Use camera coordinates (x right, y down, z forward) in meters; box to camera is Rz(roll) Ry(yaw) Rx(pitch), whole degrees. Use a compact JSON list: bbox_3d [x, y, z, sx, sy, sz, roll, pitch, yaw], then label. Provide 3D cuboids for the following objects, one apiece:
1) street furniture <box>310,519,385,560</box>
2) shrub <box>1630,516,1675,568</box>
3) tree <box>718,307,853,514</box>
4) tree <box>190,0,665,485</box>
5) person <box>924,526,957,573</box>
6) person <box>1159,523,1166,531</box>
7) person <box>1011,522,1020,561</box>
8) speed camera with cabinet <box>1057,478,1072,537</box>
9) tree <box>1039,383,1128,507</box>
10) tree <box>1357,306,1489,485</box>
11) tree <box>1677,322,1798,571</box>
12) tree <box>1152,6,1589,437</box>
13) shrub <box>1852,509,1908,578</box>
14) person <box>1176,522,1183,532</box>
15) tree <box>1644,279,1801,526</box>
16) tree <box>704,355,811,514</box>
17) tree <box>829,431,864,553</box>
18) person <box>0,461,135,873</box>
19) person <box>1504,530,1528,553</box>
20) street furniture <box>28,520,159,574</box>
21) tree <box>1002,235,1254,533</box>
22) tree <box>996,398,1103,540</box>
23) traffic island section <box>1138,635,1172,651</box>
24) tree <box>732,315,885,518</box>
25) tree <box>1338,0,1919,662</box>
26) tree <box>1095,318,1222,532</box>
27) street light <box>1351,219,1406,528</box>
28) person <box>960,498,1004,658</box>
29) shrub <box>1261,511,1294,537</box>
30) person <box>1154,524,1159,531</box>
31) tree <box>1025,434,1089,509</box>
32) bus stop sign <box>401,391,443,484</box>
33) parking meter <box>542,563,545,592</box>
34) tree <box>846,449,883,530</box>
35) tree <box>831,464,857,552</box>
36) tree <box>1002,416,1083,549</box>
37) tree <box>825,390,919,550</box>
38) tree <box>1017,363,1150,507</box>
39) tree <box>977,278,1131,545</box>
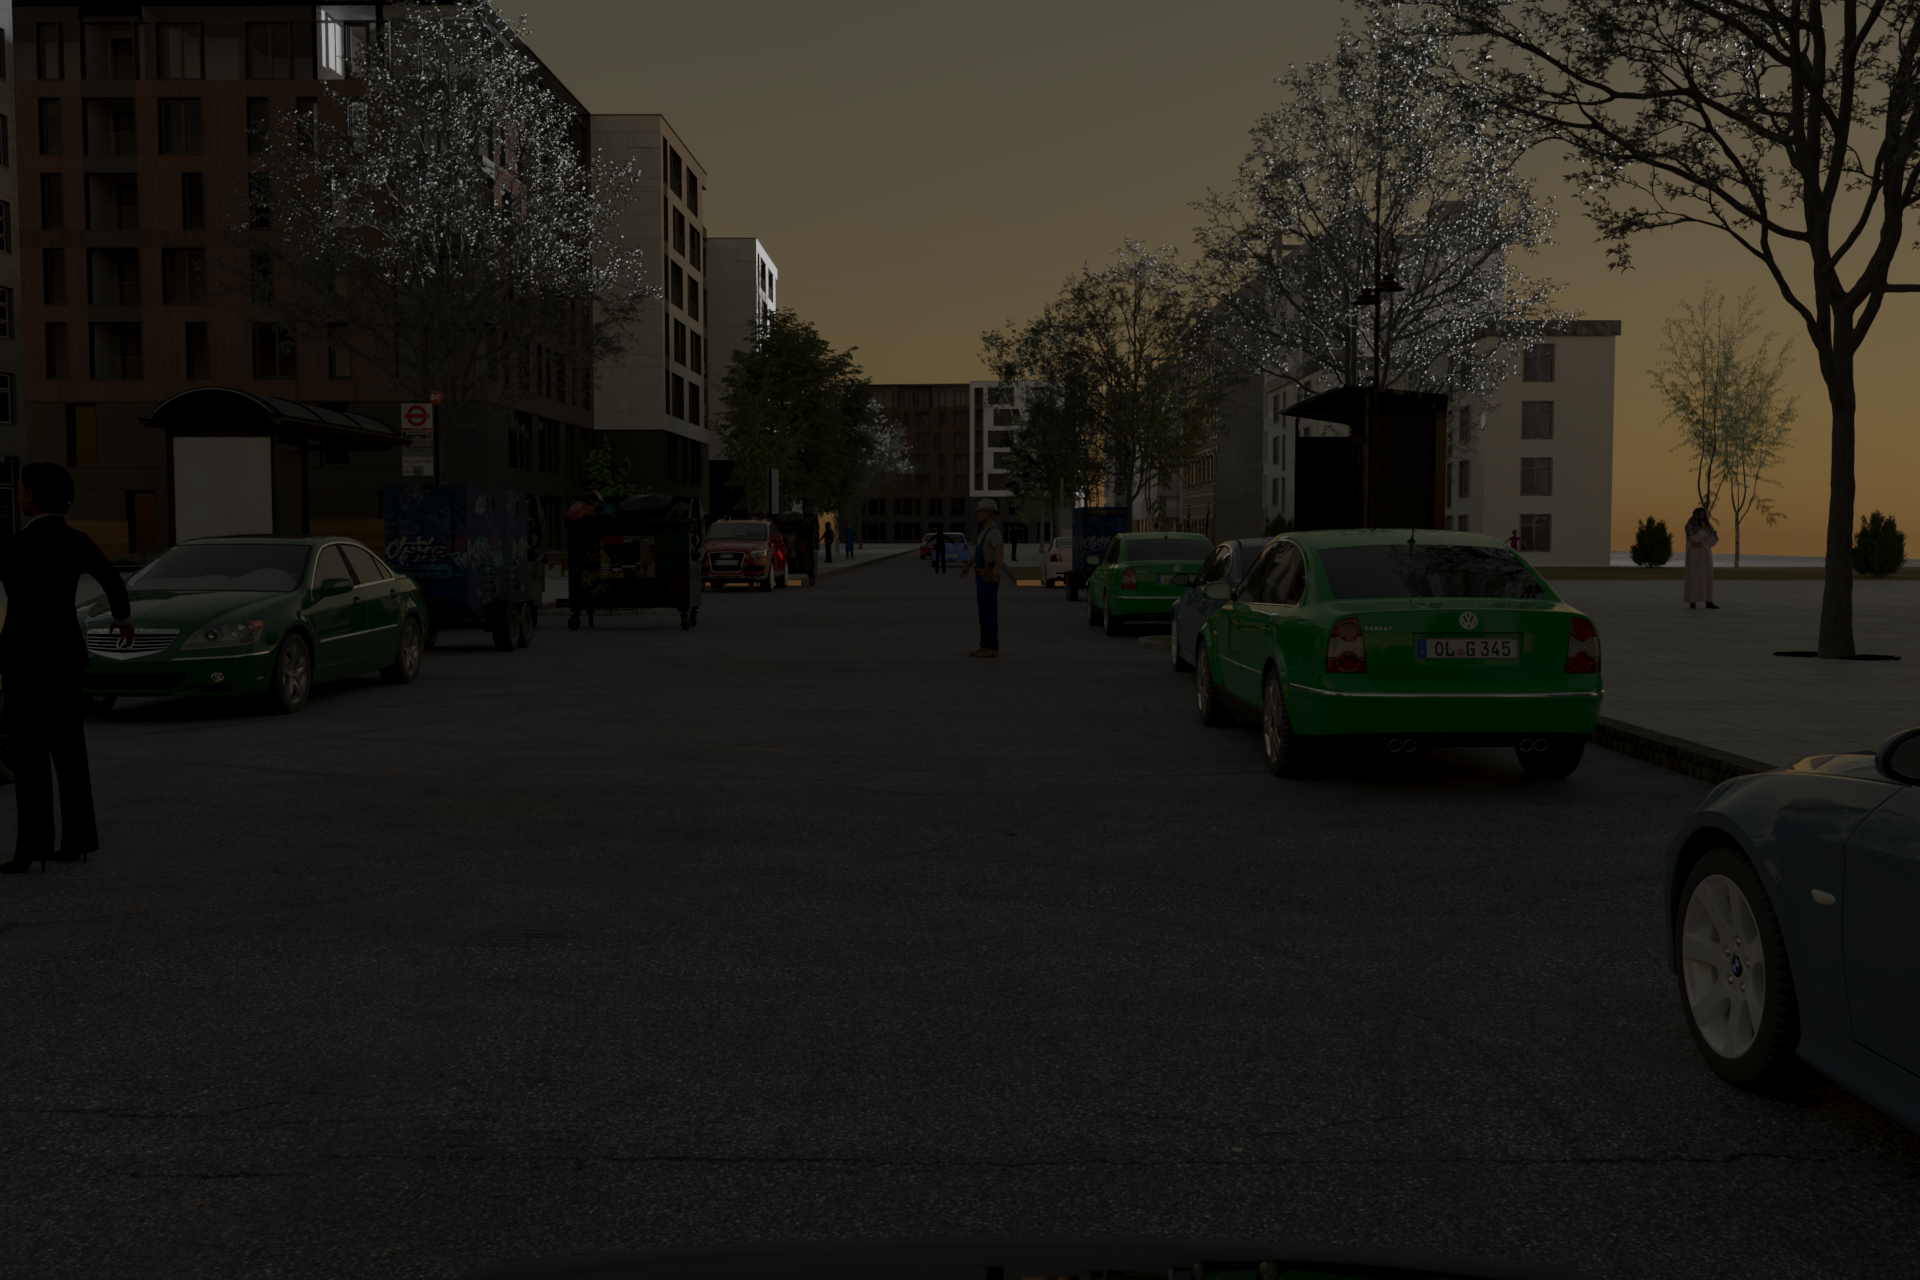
[{"bbox_3d":[-18.494,-2.756,51.915,9.812,1.723,11.010,1,4,11],"label":"street furniture"},{"bbox_3d":[25.942,-3.702,64.942,1.690,2.028,1.600,0,3,0],"label":"shrub"},{"bbox_3d":[-8.827,-10.330,87.024,7.486,12.596,7.792,0,3,0],"label":"tree"},{"bbox_3d":[-11.668,-7.866,38.978,12.009,13.543,11.850,0,3,0],"label":"tree"},{"bbox_3d":[-0.708,-3.298,63.100,1.216,1.740,0.721,0,4,3],"label":"person"},{"bbox_3d":[8.621,-4.166,74.577,0.721,1.772,1.216,-2,4,-24],"label":"person"},{"bbox_3d":[2.609,-4.679,82.440,0.705,1.837,1.347,-1,4,-12],"label":"person"},{"bbox_3d":[3.776,-4.050,60.549,0.660,3.252,2.038,0,4,1],"label":"speed camera with cabinet"},{"bbox_3d":[6.363,-7.953,80.399,4.360,8.622,3.978,0,3,0],"label":"tree"},{"bbox_3d":[14.095,-6.409,55.143,4.360,8.622,3.978,0,3,0],"label":"tree"},{"bbox_3d":[26.992,-6.694,59.810,4.360,8.622,3.978,0,3,0],"label":"tree"},{"bbox_3d":[9.385,-7.948,40.322,12.009,13.543,11.850,0,3,0],"label":"tree"},{"bbox_3d":[26.989,-2.845,50.936,1.690,2.028,1.600,0,3,0],"label":"shrub"},{"bbox_3d":[10.105,-4.531,80.053,0.705,1.833,1.349,1,4,19],"label":"person"},{"bbox_3d":[21.807,-6.157,51.031,4.360,8.622,3.978,0,3,0],"label":"tree"},{"bbox_3d":[-8.497,-7.457,72.281,4.737,8.622,4.395,0,3,0],"label":"tree"},{"bbox_3d":[-8.203,-10.097,115.452,4.737,8.622,4.395,0,3,0],"label":"tree"},{"bbox_3d":[-3.990,0.106,7.441,0.721,1.740,1.216,1,4,16],"label":"person"},{"bbox_3d":[18.692,-3.011,58.489,0.991,1.433,0.599,0,4,1],"label":"person"},{"bbox_3d":[-29.915,-3.158,58.490,9.812,1.723,11.010,1,4,18],"label":"street furniture"},{"bbox_3d":[6.980,-9.793,70.483,12.009,13.543,11.850,0,3,0],"label":"tree"},{"bbox_3d":[5.976,-10.981,113.952,7.601,10.594,8.767,1,4,15],"label":"tree"},{"bbox_3d":[3.293,0.046,22.112,1.991,0.108,1.994,0,4,1],"label":"traffic island section"},{"bbox_3d":[-8.855,-11.851,100.418,9.857,13.997,8.962,0,3,0],"label":"tree"},{"bbox_3d":[8.994,-6.546,17.393,12.009,13.543,11.850,0,3,0],"label":"tree"},{"bbox_3d":[6.828,-6.698,59.868,4.737,8.622,4.395,0,3,0],"label":"tree"},{"bbox_3d":[6.214,-3.247,25.880,0.468,5.910,1.993,0,4,0],"label":"street light"},{"bbox_3d":[0.293,-0.726,20.187,0.705,1.847,1.347,-1,4,-16],"label":"person"},{"bbox_3d":[10.405,-3.162,56.120,1.690,2.028,1.600,0,3,0],"label":"shrub"},{"bbox_3d":[9.886,-4.983,87.658,0.705,1.806,1.347,-1,4,-11],"label":"person"},{"bbox_3d":[6.336,-9.471,105.215,4.737,8.622,4.395,0,3,0],"label":"tree"},{"bbox_3d":[-9.957,-2.667,32.305,0.855,3.939,0.416,0,4,0],"label":"bus stop sign"},{"bbox_3d":[-9.413,-1.838,38.460,0.372,1.533,0.369,0,3,0],"label":"parking meter"},{"bbox_3d":[-8.549,-11.093,131.728,4.360,8.622,3.978,0,3,0],"label":"tree"},{"bbox_3d":[-8.706,-10.629,124.152,4.360,8.622,3.978,0,3,0],"label":"tree"},{"bbox_3d":[7.163,-13.962,146.402,7.486,12.596,7.792,0,3,0],"label":"tree"},{"bbox_3d":[-8.295,-14.213,142.749,12.009,13.543,11.850,0,3,0],"label":"tree"},{"bbox_3d":[6.624,-9.748,93.798,7.601,10.594,8.767,-1,4,-10],"label":"tree"},{"bbox_3d":[7.210,-16.766,130.018,12.611,20.169,13.585,0,3,0],"label":"tree"}]
